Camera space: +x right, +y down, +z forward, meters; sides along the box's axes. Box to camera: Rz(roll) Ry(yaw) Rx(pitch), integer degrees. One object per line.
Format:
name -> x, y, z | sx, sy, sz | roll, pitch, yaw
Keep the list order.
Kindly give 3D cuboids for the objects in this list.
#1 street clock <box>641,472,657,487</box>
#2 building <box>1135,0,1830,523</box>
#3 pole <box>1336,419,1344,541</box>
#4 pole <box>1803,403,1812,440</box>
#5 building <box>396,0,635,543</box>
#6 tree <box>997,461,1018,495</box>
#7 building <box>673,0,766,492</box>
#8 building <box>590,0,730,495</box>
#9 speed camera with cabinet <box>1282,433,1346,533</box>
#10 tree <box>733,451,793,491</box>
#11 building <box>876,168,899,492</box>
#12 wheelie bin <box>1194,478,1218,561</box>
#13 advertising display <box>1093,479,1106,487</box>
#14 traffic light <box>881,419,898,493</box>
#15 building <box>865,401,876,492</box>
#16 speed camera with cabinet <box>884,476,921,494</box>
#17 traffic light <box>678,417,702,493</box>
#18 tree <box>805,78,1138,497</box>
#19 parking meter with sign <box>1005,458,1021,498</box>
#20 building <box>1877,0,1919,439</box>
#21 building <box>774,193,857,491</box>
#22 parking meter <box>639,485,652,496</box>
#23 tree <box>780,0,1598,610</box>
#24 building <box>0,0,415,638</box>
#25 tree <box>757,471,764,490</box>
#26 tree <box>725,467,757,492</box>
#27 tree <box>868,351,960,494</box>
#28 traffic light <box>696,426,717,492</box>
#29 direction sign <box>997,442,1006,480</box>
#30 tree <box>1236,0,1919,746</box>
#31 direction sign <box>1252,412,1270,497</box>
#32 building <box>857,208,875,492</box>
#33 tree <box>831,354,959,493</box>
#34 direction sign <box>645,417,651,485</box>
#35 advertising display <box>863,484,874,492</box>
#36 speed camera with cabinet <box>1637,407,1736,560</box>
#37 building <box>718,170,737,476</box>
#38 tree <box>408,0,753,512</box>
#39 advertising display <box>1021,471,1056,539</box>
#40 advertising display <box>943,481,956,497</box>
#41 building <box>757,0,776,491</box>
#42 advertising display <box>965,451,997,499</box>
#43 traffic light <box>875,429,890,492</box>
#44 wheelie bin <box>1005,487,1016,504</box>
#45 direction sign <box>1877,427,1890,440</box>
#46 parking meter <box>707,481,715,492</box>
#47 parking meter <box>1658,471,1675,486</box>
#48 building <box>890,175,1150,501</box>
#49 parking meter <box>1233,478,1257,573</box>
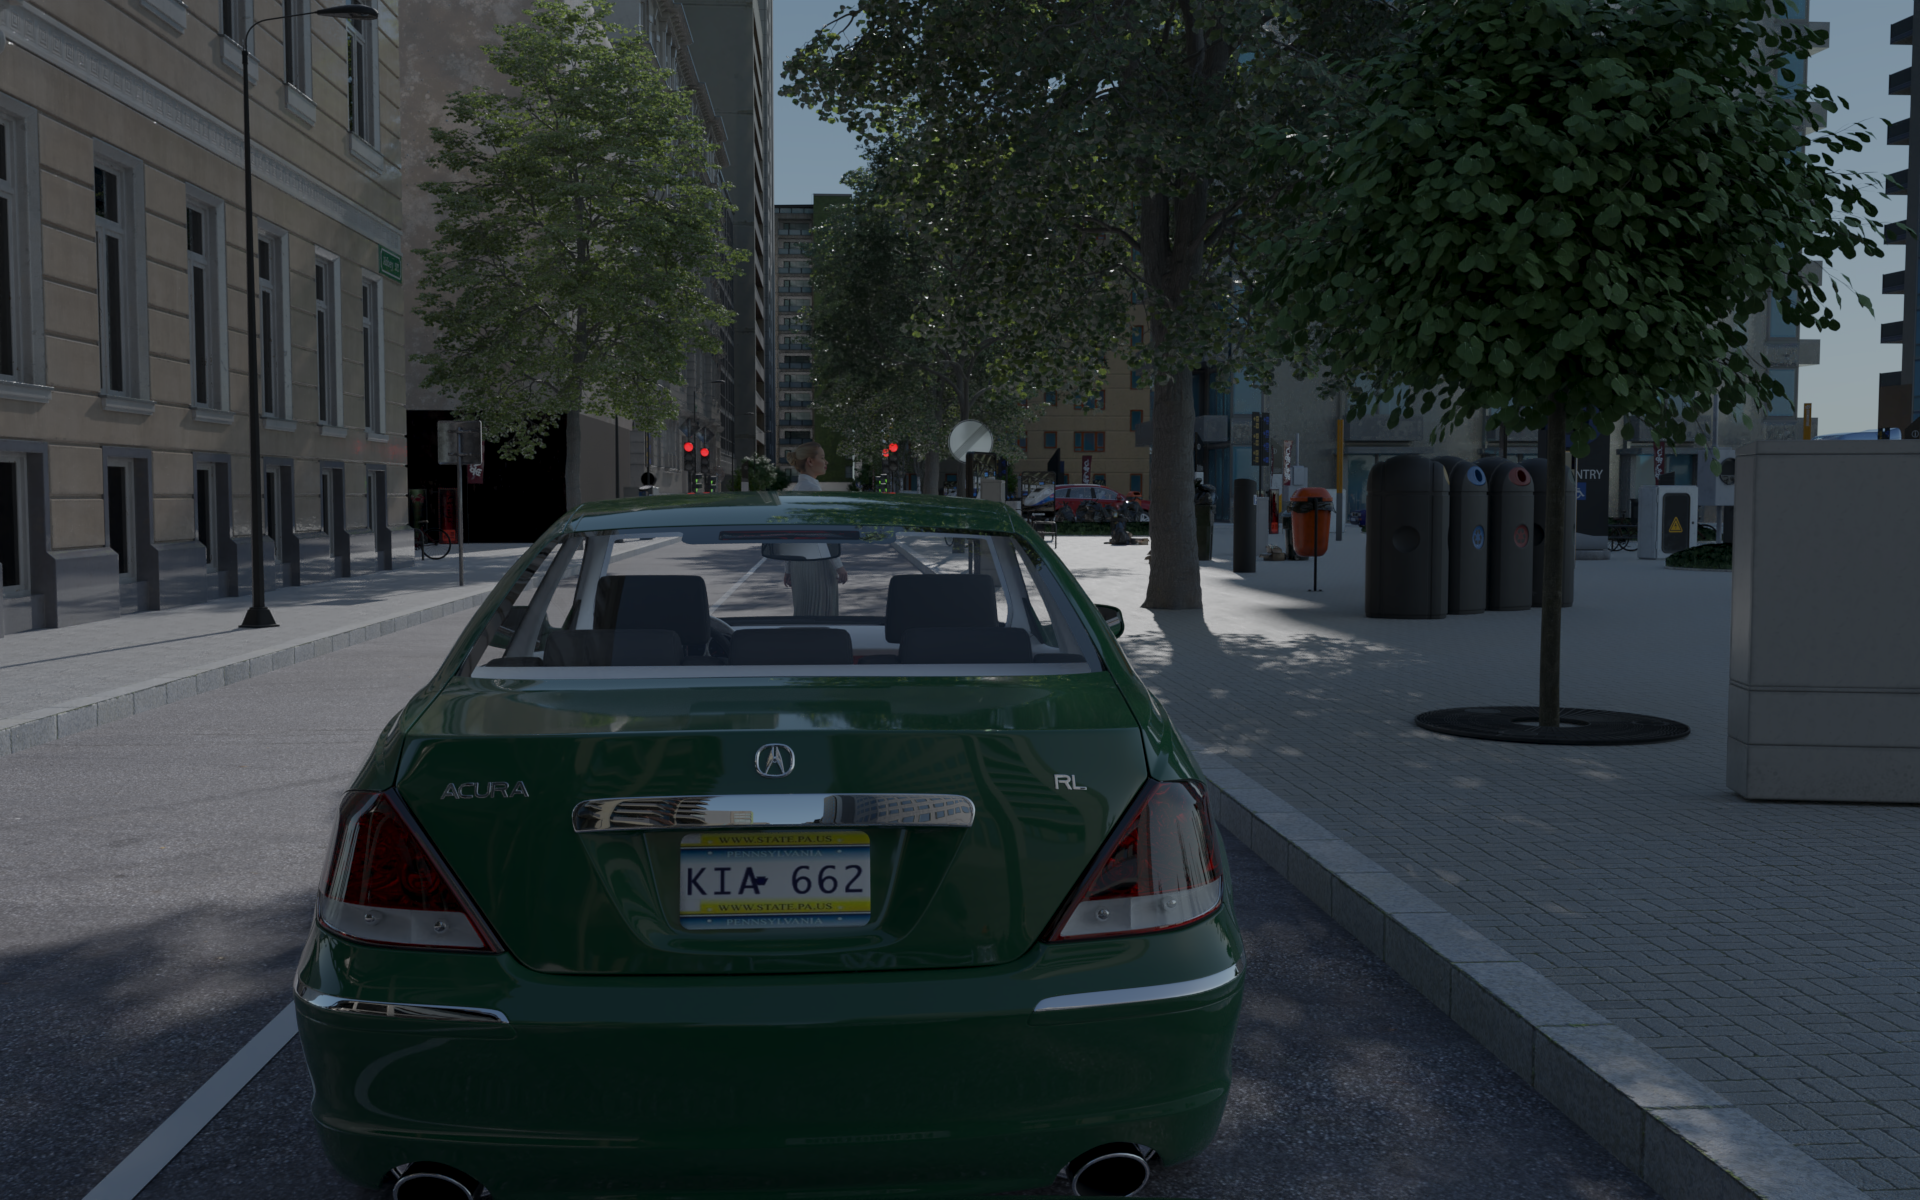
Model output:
street clock -> -10.195, -3.193, 56.777 | 0.471, 2.002, 0.358 | 1, 4, 8
building -> 23.813, -28.444, 84.665 | 30.456, 49.044, 23.786 | 0, 4, -4
pole -> 10.396, -3.277, 47.418 | 0.158, 3.312, 0.155 | 0, 3, 0
pole -> 18.974, -2.753, 38.861 | 0.158, 3.312, 0.155 | 0, 3, 0
building -> -19.108, -11.309, 52.353 | 16.811, 18.784, 16.820 | 0, 4, -4
tree -> 2.498, -5.871, 90.600 | 1.663, 3.219, 1.824 | 0, 3, 0
building -> -28.672, -32.501, 155.088 | 21.300, 48.544, 21.600 | 0, 4, -4
building -> -21.513, -19.451, 105.416 | 14.401, 28.519, 23.554 | 0, 4, -4
speed camera with cabinet -> 11.625, -3.826, 56.889 | 2.038, 3.252, 0.660 | -1, 4, -14
tree -> -15.377, -8.971, 130.397 | 4.285, 4.588, 4.351 | 0, 3, 0
building -> -0.646, -23.487, 155.721 | 14.160, 30.474, 14.107 | 0, 4, -4
wheelie bin -> 4.625, -1.571, 33.589 | 0.693, 1.594, 0.980 | 1, 4, 15
advertising display -> 6.184, -4.390, 76.988 | 0.123, 1.923, 0.974 | 2, 4, 34
traffic light -> -2.473, -4.563, 63.521 | 0.839, 4.253, 0.868 | 0, 4, -4
building -> 4.601, -20.397, 178.531 | 27.650, 21.520, 28.899 | 0, 4, -4
speed camera with cabinet -> -3.073, -5.904, 90.858 | 2.038, 3.252, 0.660 | 0, 4, -8
traffic light -> -9.813, -4.528, 62.959 | 0.839, 4.253, 0.868 | 0, 4, -4
tree -> 0.305, -6.293, 37.306 | 7.601, 10.594, 8.767 | -1, 4, -16
parking meter with sign -> 2.790, -4.693, 72.997 | 1.738, 3.016, 0.543 | 0, 4, 5
building -> 54.503, -26.358, 81.061 | 14.200, 45.320, 14.600 | 0, 4, -4
building -> -21.652, -33.880, 237.526 | 14.086, 41.232, 14.154 | 0, 4, -4
parking meter -> -8.818, -2.459, 48.618 | 0.372, 1.533, 0.369 | 0, 3, 0
tree -> 2.511, -6.876, 19.082 | 9.857, 13.997, 8.962 | 0, 3, 0
building -> -15.146, -14.299, 19.694 | 13.634, 28.700, 20.117 | 0, 4, -4
tree -> -15.040, -7.943, 124.470 | 1.663, 3.219, 1.824 | 0, 3, 0
tree -> -15.572, -7.785, 121.889 | 1.663, 3.219, 1.824 | 0, 3, 0
tree -> -2.569, -8.001, 81.181 | 4.360, 8.622, 3.978 | 0, 3, 0
traffic light -> -10.408, -5.015, 70.922 | 0.839, 4.253, 0.868 | 0, 4, -4
direction sign -> 1.716, -5.029, 74.221 | 0.379, 3.537, 0.876 | -3, 4, -36
tree -> 3.285, -1.566, 9.315 | 4.285, 4.588, 4.351 | 0, 3, 0
direction sign -> 8.312, -3.422, 47.946 | 0.379, 3.537, 0.876 | 3, 5, 40
building -> -7.595, -33.935, 238.430 | 14.086, 41.232, 14.154 | 0, 4, -4
tree -> -3.473, -10.870, 95.849 | 7.486, 12.596, 7.792 | 0, 3, 0
direction sign -> -9.032, -3.559, 50.187 | 0.379, 3.537, 0.876 | 0, 4, -1
advertising display -> -5.864, -6.458, 110.803 | 0.123, 1.923, 0.974 | 3, 4, 37
speed camera with cabinet -> 14.397, -2.431, 34.079 | 2.038, 3.252, 0.660 | -1, 4, -17
building -> -24.535, -20.544, 129.408 | 14.314, 27.812, 24.014 | 0, 4, -4
tree -> -8.431, -7.420, 39.440 | 7.486, 12.596, 7.792 | 0, 3, 0
advertising display -> 2.206, -2.672, 48.902 | 0.974, 1.923, 0.123 | 0, 4, -6
advertising display -> -0.324, -4.867, 84.793 | 0.974, 1.923, 0.123 | 0, 4, 7
building -> -32.909, -47.077, 207.964 | 20.611, 71.187, 20.563 | 0, 4, -4
advertising display -> 0.327, -1.300, 26.469 | 0.123, 1.923, 0.974 | 1, 4, 23
traffic light -> -3.068, -5.050, 71.484 | 0.839, 4.253, 0.868 | 0, 4, -4
wheelie bin -> 2.862, -5.629, 99.942 | 0.980, 1.594, 0.693 | 3, 5, 45
direction sign -> 31.520, -4.110, 59.189 | 0.379, 3.537, 0.876 | 0, 4, 5
parking meter -> -10.647, -4.166, 73.824 | 0.399, 1.863, 0.255 | -2, 4, -30
parking meter -> 18.182, -2.381, 44.647 | 0.399, 1.863, 0.255 | 1, 4, 11
building -> 9.470, -16.653, 117.311 | 27.650, 21.520, 28.899 | 0, 4, -4
parking meter -> 4.659, -1.218, 28.325 | 0.372, 1.533, 0.369 | 0, 3, 0
